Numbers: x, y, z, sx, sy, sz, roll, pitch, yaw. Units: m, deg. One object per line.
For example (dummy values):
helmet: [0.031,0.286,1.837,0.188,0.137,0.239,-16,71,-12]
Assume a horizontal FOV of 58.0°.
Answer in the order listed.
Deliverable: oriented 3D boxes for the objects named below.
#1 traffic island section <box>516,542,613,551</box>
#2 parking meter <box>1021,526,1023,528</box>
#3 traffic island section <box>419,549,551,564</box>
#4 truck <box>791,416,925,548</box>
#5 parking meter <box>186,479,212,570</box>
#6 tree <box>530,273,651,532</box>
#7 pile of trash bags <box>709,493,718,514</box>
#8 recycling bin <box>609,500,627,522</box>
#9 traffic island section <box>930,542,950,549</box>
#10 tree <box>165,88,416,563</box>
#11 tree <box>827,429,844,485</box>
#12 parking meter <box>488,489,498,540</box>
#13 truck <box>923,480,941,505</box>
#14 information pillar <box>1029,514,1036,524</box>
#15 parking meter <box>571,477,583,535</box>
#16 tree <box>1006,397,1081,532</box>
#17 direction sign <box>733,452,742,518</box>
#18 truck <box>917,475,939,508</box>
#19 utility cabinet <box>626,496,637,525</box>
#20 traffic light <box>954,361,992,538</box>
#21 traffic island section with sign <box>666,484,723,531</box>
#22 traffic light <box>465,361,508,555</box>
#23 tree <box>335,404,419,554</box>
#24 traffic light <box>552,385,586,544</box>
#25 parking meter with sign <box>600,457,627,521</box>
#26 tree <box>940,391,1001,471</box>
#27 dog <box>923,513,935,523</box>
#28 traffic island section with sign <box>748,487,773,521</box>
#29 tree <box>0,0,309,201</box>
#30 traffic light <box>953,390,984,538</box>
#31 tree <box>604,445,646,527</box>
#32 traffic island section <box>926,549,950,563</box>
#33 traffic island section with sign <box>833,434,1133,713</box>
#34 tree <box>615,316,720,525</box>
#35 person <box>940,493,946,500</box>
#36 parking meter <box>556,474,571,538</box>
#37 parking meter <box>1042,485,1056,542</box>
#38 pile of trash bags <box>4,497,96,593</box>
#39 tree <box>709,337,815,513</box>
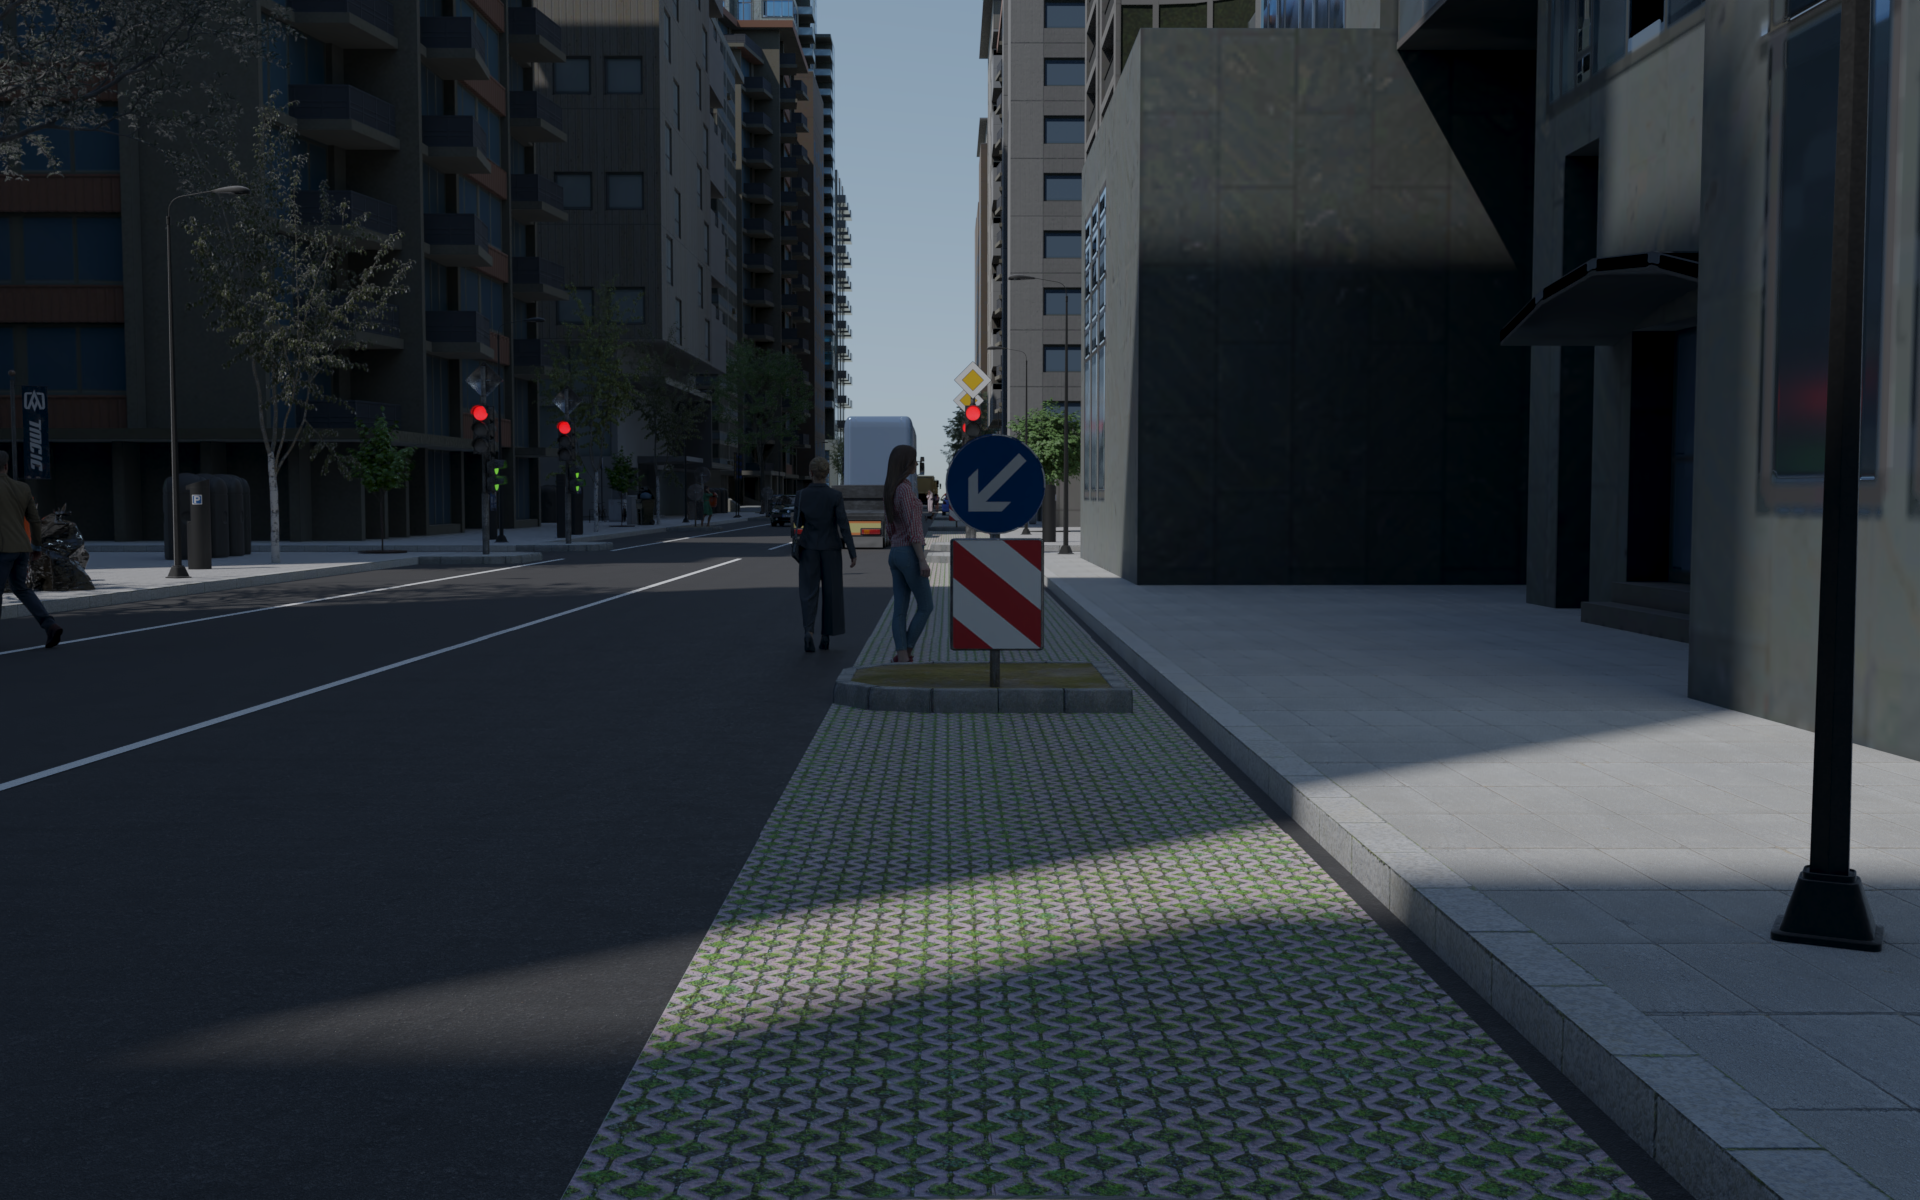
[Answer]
traffic island section: [-10.149,-1.378,44.818,2.009,0.180,2.903,0,4,0]
parking meter: [2.200,-3.696,66.147,0.255,1.863,0.399,3,5,44]
traffic island section: [-10.096,-0.890,36.834,2.009,0.180,2.903,0,4,0]
truck: [-2.947,-3.929,53.998,2.967,4.110,18.799,0,4,1]
parking meter: [-12.976,-1.291,29.523,0.372,1.533,0.369,0,3,0]
tree: [-12.331,-6.598,58.239,4.737,8.622,4.395,0,3,0]
pile of trash bags: [-17.199,-6.215,111.363,3.447,1.369,1.912,1,4,13]
recycling bin: [-15.858,-4.149,80.393,0.722,1.027,0.722,0,4,5]
traffic island section: [0.242,-1.382,44.882,2.009,0.180,2.903,0,4,0]
tree: [-12.535,-4.984,31.847,4.360,8.622,3.978,0,3,0]
tree: [-13.262,-15.027,196.052,4.737,8.622,4.395,0,3,0]
parking meter: [-13.188,-2.460,48.631,0.372,1.533,0.369,0,3,0]
truck: [-4.293,-14.700,236.270,3.469,3.379,9.791,0,4,0]
information pillar: [3.089,-4.223,73.534,0.304,2.012,0.304,0,4,5]
parking meter: [-12.060,-2.981,54.453,0.255,1.863,0.399,2,4,32]
tree: [2.970,-4.578,58.568,4.285,4.588,4.351,0,3,0]
direction sign: [-12.326,-6.379,96.295,0.379,3.537,0.876,1,4,19]
truck: [-3.911,-11.168,178.520,3.469,3.379,9.791,0,4,0]
utility cabinet: [-13.592,-3.782,73.004,0.306,1.237,1.020,2,4,33]
traffic light: [0.255,-2.927,36.783,0.839,4.253,0.868,0,4,0]
traffic island section with sign: [-10.302,-3.595,67.411,1.989,1.847,2.006,0,4,0]
traffic light: [-10.056,-2.922,36.699,0.839,4.253,0.868,0,4,0]
tree: [-12.459,-2.622,37.467,1.663,3.219,1.824,0,3,0]
traffic light: [-10.109,-3.411,44.684,0.839,4.253,0.868,0,4,0]
parking meter with sign: [-15.984,-5.204,81.352,1.738,3.016,0.543,0,4,-7]
tree: [2.460,-18.210,204.383,9.857,13.997,8.962,0,3,0]
dog: [-1.552,-4.145,87.062,0.540,0.507,0.406,-2,4,-24]
traffic island section with sign: [-10.479,-5.244,94.365,1.989,1.847,2.006,0,4,0]
tree: [-12.663,-6.632,18.806,12.009,13.543,11.850,0,3,0]
traffic light: [0.202,-3.416,44.768,0.839,4.253,0.868,0,4,0]
tree: [-13.142,-4.484,67.915,1.663,3.219,1.824,0,3,0]
traffic island section: [0.295,-0.894,36.897,2.009,0.180,2.903,0,4,0]
traffic island section with sign: [0.125,-0.218,12.190,1.989,1.847,2.006,0,4,0]
tree: [-12.466,-7.480,72.659,4.360,8.622,3.978,0,3,0]
person: [-1.017,-8.125,141.299,1.348,1.831,0.705,1,4,20]
parking meter: [-11.628,-2.746,50.604,0.255,1.863,0.399,0,4,-1]
parking meter: [2.377,-2.310,46.173,0.372,1.533,0.369,0,3,0]
pile of trash bags: [-13.020,-0.863,23.859,1.912,1.369,3.447,-2,4,-28]
tree: [-13.295,-11.616,115.672,9.928,11.665,9.643,0,3,0]
